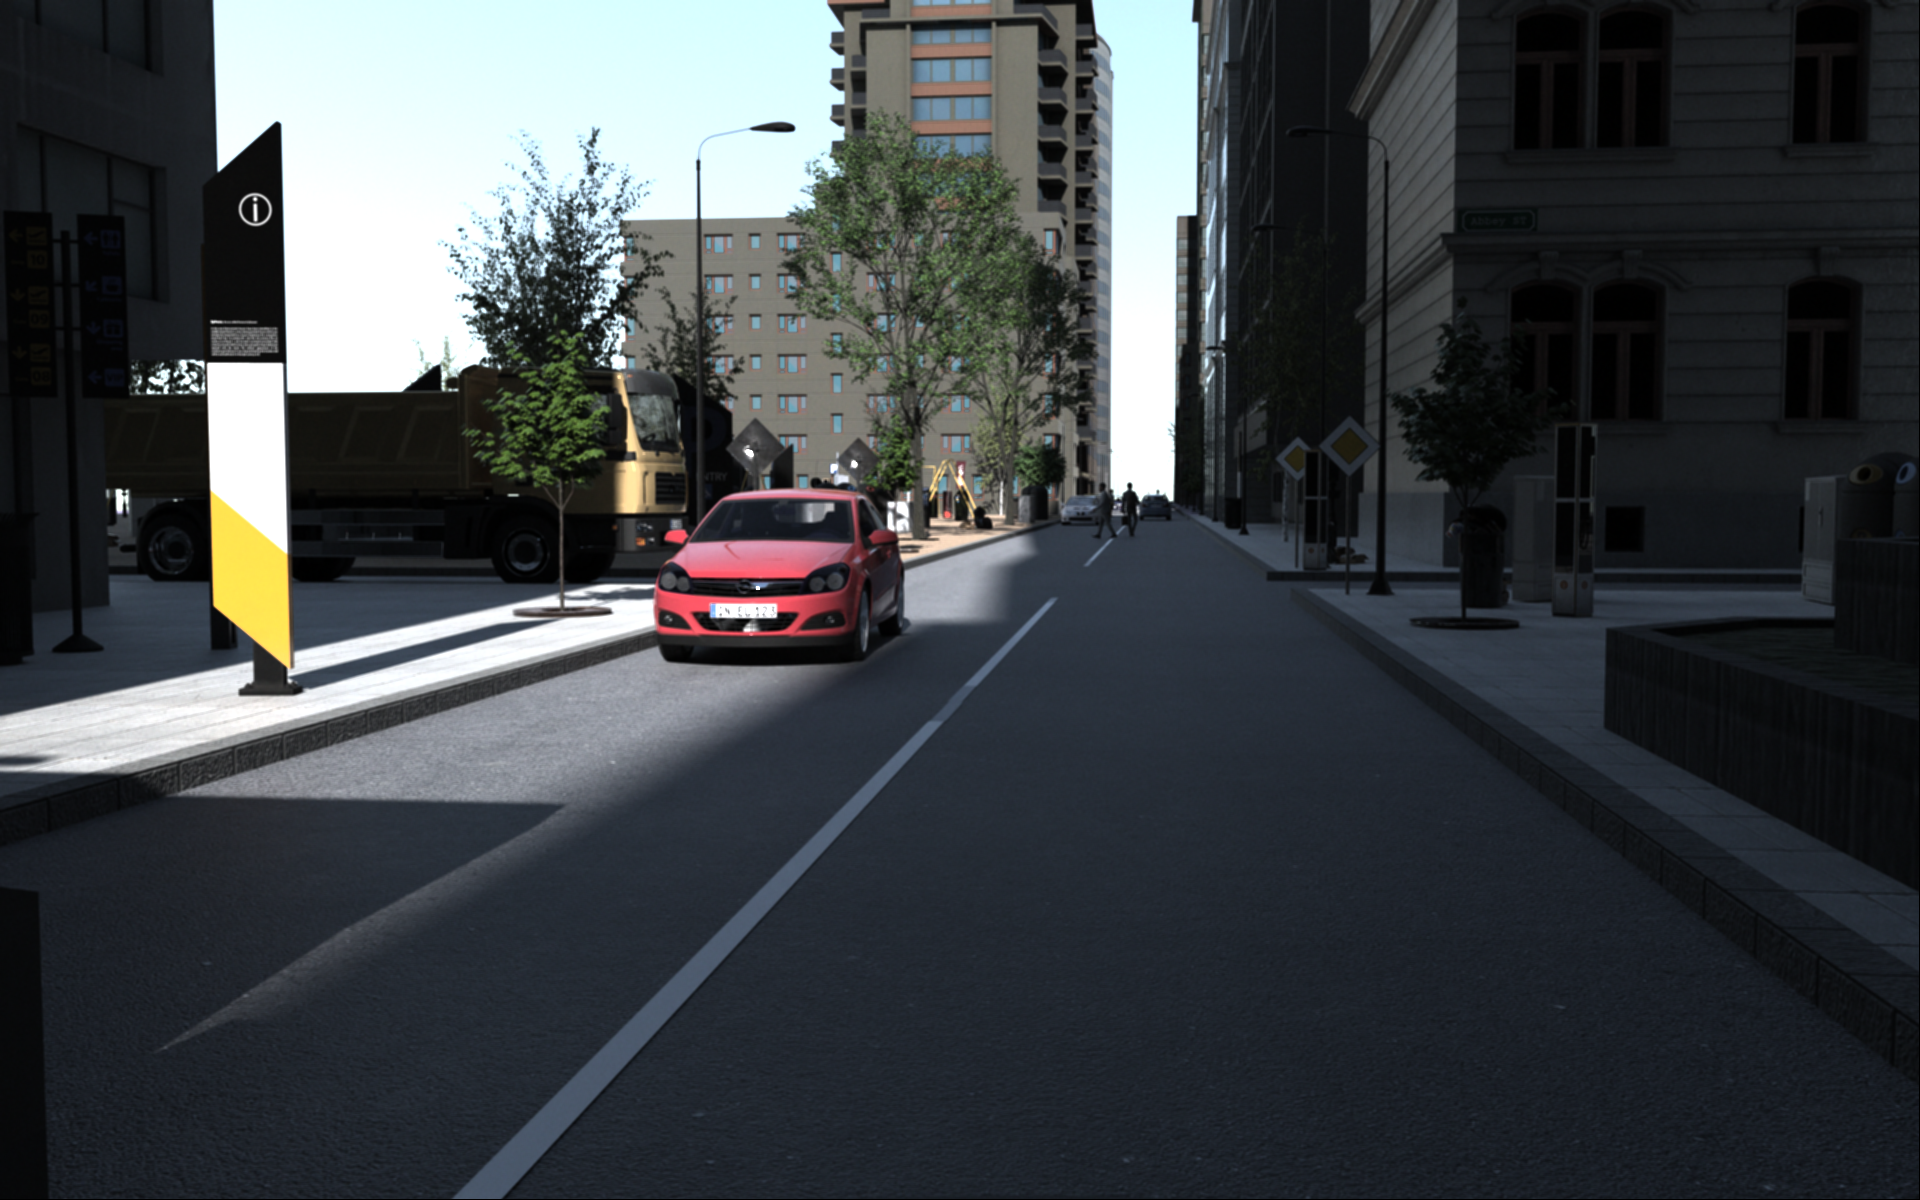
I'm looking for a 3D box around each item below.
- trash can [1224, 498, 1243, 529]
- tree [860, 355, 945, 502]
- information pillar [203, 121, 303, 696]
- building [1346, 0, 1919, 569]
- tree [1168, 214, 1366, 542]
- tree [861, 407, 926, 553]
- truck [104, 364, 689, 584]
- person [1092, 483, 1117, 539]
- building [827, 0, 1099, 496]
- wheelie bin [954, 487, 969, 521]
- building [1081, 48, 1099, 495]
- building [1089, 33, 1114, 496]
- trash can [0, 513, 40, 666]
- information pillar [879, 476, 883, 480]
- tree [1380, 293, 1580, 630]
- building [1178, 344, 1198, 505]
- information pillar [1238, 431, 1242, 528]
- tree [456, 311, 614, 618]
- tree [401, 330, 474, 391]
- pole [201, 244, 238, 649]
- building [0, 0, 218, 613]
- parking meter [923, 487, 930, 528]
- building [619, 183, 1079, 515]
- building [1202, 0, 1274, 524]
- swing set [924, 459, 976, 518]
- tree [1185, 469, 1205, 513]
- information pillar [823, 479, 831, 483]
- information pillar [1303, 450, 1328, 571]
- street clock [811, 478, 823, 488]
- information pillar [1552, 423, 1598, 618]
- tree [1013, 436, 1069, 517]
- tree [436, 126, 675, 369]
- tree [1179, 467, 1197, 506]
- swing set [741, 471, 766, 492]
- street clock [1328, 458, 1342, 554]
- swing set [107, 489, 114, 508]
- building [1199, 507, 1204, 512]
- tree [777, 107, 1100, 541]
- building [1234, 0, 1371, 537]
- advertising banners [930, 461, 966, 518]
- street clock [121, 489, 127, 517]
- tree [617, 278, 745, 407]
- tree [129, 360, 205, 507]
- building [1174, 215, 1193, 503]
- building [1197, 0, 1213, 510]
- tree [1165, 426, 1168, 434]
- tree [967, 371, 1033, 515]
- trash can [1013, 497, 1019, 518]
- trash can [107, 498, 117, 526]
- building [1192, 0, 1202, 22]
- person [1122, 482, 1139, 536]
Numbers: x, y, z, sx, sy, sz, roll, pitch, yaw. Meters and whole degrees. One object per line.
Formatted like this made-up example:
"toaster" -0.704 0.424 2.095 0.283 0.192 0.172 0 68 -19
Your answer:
"trash can" 10.051 -3.182 63.672 0.748 1.137 0.748 0 3 0
"tree" -2.898 -8.491 89.194 4.360 8.622 3.978 0 3 0
"information pillar" -4.500 -1.201 10.991 0.504 3.616 0.183 0 4 -2
"building" 20.204 -15.107 34.394 23.554 28.519 14.401 0 4 6
"tree" 8.941 -5.889 46.647 4.737 8.622 4.395 0 3 0
"tree" -1.332 -2.665 38.178 1.663 3.219 1.824 0 3 0
"truck" -8.426 -1.922 27.352 9.791 3.379 3.469 0 4 8
"person" 4.655 -2.875 55.783 0.850 1.792 0.678 1 4 11
"building" 0.661 -30.332 150.547 22.147 44.769 28.867 0 4 6
"wheelie bin" 0.098 -4.543 82.192 0.693 1.594 0.980 1 4 11
"building" 6.014 -31.906 171.777 14.600 45.320 14.200 0 4 6
"building" 8.227 -41.324 217.639 21.231 58.520 28.212 0 4 6
"trash can" -7.336 -0.085 13.046 0.748 1.137 0.748 0 3 0
"information pillar" -2.869 -3.753 65.850 0.304 2.012 0.304 -3 4 -36
"tree" 4.843 -1.363 16.893 1.663 3.219 1.824 0 3 0
"building" 40.935 -22.465 212.340 27.650 21.520 28.899 0 4 6
"information pillar" 10.492 -4.505 65.008 0.183 3.616 0.504 0 4 4
"tree" -4.238 -1.463 18.526 1.663 3.219 1.824 0 3 0
"tree" -23.597 -7.815 78.139 4.737 8.622 4.395 0 3 0
"pole" -6.109 -1.250 14.284 0.158 3.312 0.155 0 3 0
"building" -16.100 -20.345 16.239 14.086 41.232 14.154 0 4 6
"parking meter" -1.328 -3.504 65.709 0.372 1.533 0.369 0 3 0
"building" -6.080 -16.952 122.208 27.650 21.520 28.899 0 4 6
"building" 18.491 -19.036 88.738 11.434 29.767 29.804 0 4 6
"swing set" -0.523 -4.961 78.725 2.862 2.851 3.119 0 4 -5
"tree" 16.034 -7.487 117.021 1.663 3.219 1.824 0 3 0
"information pillar" -6.421 -4.841 83.637 0.304 2.012 0.304 1 4 17
"information pillar" 5.966 -1.502 29.053 0.304 2.012 0.304 3 4 39
"street clock" -6.435 -4.454 77.390 0.358 2.002 0.471 3 4 38
"information pillar" 6.418 -0.832 18.092 0.304 2.012 0.304 -2 4 -33
"tree" 4.499 -6.941 97.201 4.285 4.588 4.351 0 3 0
"tree" -7.808 -5.116 34.009 4.360 8.622 3.978 0 3 0
"tree" 25.903 -12.841 193.670 4.285 4.588 4.351 0 3 0
"swing set" -13.940 -6.615 105.783 3.119 2.851 2.862 -2 4 -31
"street clock" 7.373 -1.817 34.284 0.358 2.002 0.471 1 4 10
"swing set" -26.756 -3.686 57.893 2.862 2.851 3.119 1 4 14
"building" 28.190 -42.078 126.222 20.563 71.187 20.611 0 4 6
"tree" -1.318 -7.470 47.896 9.928 11.665 9.643 0 3 0
"building" 17.588 -16.414 61.871 14.314 27.812 24.014 0 4 6
"advertising banners" -0.695 -5.852 91.875 2.074 3.025 0.090 1 4 12
"street clock" -46.185 -5.575 95.720 0.471 2.002 0.358 -3 5 -41
"tree" -9.358 -6.674 59.488 4.737 8.622 4.395 0 3 0
"tree" -24.502 -6.010 48.634 4.360 8.622 3.978 0 3 0
"building" 38.739 -34.943 254.916 14.154 41.232 14.086 0 4 6
"building" 26.991 -28.202 144.695 14.154 41.232 14.086 0 4 6
"tree" 15.711 -9.887 112.017 4.737 8.622 4.395 0 3 0
"tree" 2.451 -9.398 104.019 4.737 8.622 4.395 0 3 0
"trash can" 2.856 -4.917 92.049 0.748 1.137 0.748 0 3 0
"trash can" -34.661 -3.595 70.435 0.748 1.137 0.748 0 3 0
"building" 36.558 -35.163 164.152 28.713 52.752 27.495 0 4 6
"person" 5.800 -3.091 58.999 0.622 1.834 0.822 1 4 20
